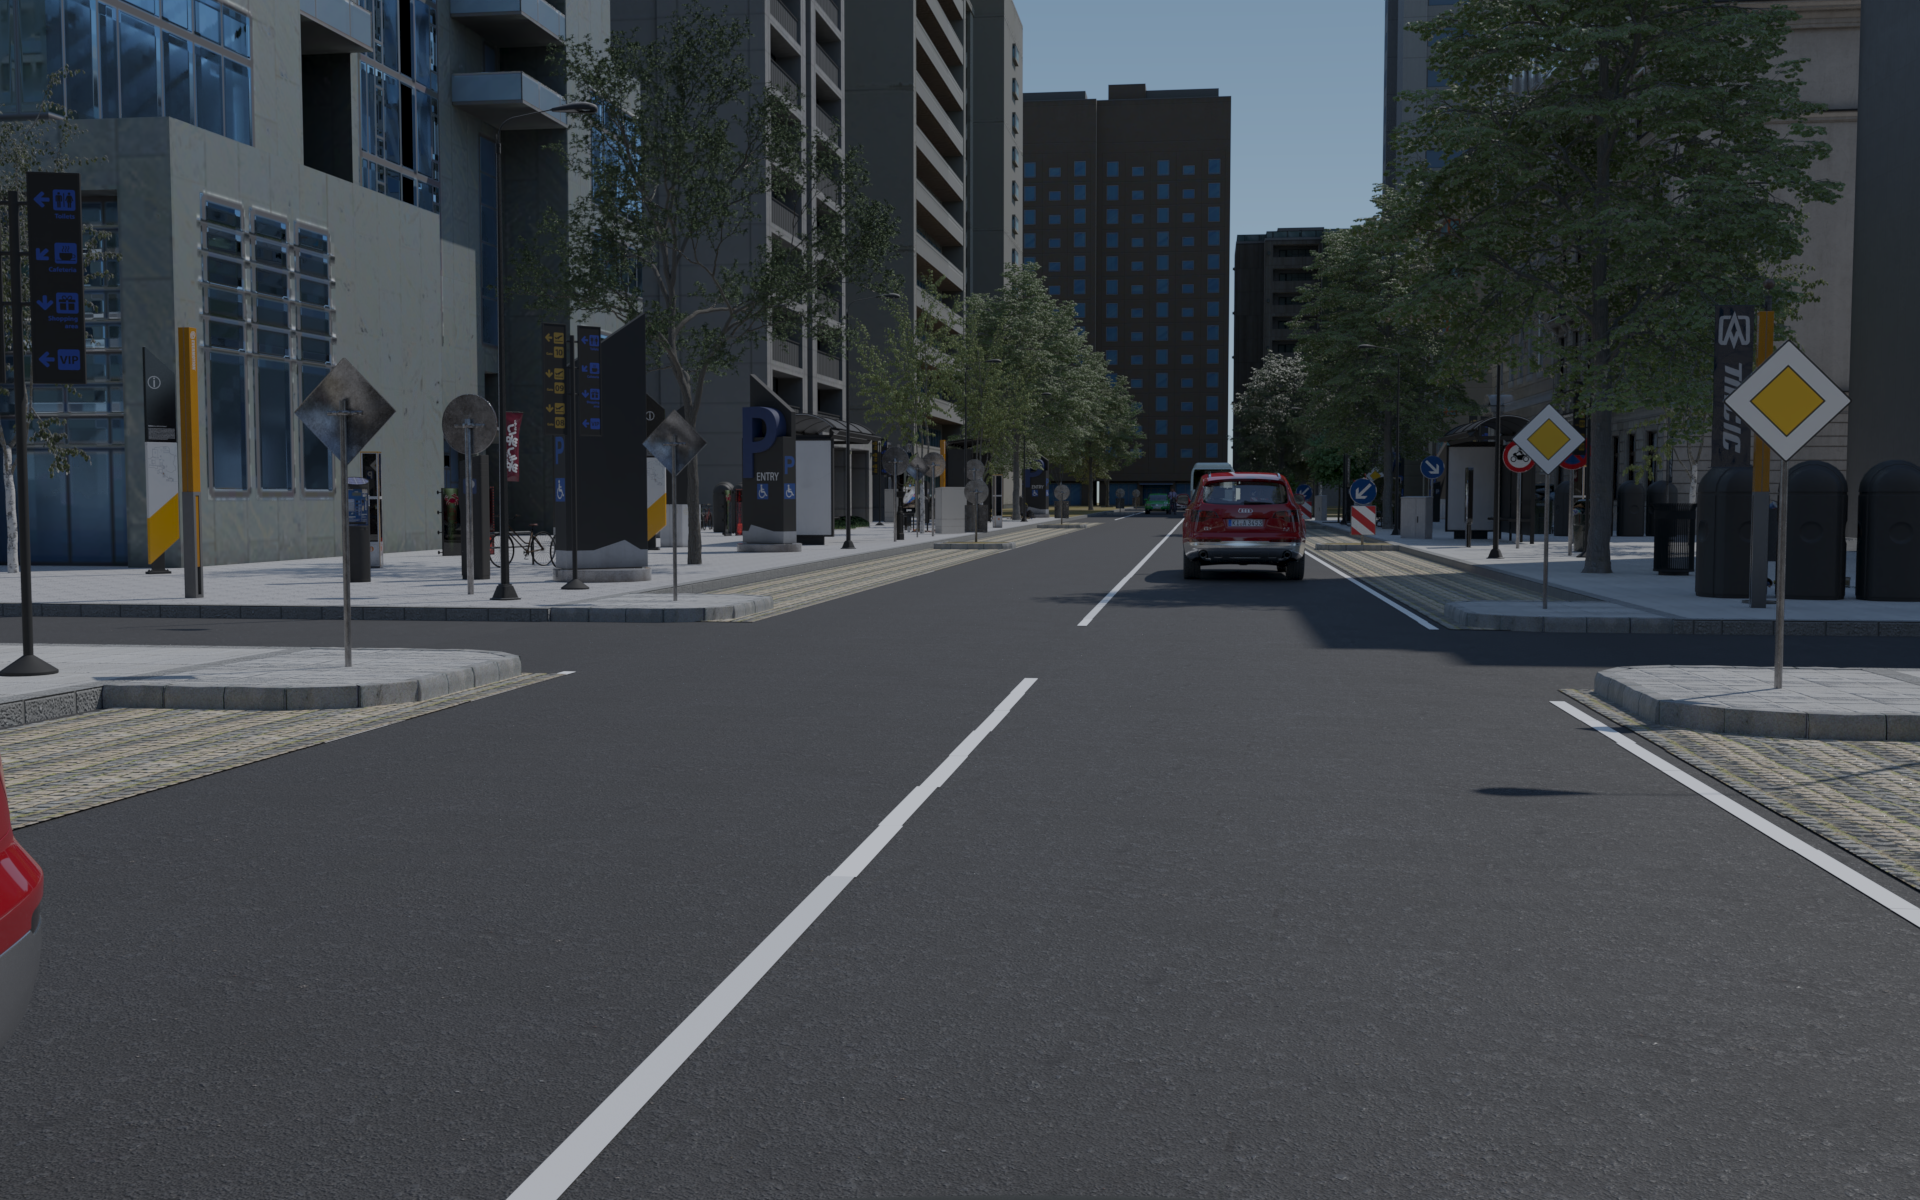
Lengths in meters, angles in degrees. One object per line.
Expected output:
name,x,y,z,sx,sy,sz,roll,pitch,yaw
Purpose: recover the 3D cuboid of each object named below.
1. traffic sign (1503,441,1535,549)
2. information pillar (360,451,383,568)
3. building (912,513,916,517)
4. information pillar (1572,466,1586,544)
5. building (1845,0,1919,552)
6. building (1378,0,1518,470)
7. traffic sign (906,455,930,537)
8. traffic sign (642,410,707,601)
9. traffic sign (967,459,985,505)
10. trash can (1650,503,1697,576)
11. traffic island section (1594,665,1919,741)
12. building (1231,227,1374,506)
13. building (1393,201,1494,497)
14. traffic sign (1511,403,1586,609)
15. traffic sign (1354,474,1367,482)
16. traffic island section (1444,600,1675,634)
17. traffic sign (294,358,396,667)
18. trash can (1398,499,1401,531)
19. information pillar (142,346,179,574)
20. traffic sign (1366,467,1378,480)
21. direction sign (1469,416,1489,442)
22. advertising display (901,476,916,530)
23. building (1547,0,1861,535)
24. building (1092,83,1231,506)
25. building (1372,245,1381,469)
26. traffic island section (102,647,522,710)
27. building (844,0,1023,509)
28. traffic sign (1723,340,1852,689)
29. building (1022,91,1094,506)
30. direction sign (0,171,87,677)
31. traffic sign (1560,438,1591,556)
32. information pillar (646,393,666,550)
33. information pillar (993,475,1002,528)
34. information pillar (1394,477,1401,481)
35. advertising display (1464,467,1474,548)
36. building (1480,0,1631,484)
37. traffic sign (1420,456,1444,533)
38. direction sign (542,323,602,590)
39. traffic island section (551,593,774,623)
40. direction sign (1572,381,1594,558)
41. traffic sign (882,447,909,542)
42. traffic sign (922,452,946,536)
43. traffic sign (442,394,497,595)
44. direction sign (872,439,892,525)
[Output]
traffic sign,13.120,-2.481,40.672,0.768,2.556,0.104,1,4,8
information pillar,-10.163,-1.556,29.930,0.304,2.012,0.304,-1,4,-9
building,-11.652,-29.650,108.487,21.300,48.544,21.600,0,4,8
information pillar,16.028,-2.465,44.792,0.304,2.012,0.304,3,5,40
building,30.723,-14.442,29.631,24.014,27.812,14.314,0,4,8
building,45.643,-36.743,142.739,21.231,58.520,28.212,0,4,8
traffic sign,-1.261,-3.058,51.180,0.795,2.450,0.064,1,4,17
traffic sign,-3.412,-1.044,20.713,0.795,2.450,0.064,0,4,8
traffic sign,0.512,-3.869,63.366,0.768,2.556,0.104,1,4,11
trash can,11.298,-0.962,27.390,0.748,1.137,0.748,0,3,0
traffic island section,5.422,0.663,11.445,2.009,0.180,2.903,0,4,8
building,37.106,-25.614,190.485,14.107,30.474,14.160,0,4,8
building,44.356,-16.513,115.021,27.650,21.520,28.899,0,4,8
traffic sign,6.528,-0.956,19.276,0.795,2.450,0.064,0,4,8
traffic sign,21.383,-5.672,92.839,0.768,2.556,0.104,1,4,10
traffic island section,6.553,0.179,19.350,2.009,0.180,2.903,0,4,8
traffic sign,-4.543,-0.561,12.808,0.795,2.450,0.064,0,4,8
trash can,14.234,-2.661,55.166,0.748,1.137,0.748,0,3,0
information pillar,-12.812,-2.226,27.752,0.183,3.616,0.504,3,5,42
traffic sign,17.193,-4.315,71.741,0.795,2.450,0.064,1,4,10
direction sign,15.051,-3.568,50.329,0.876,3.537,0.379,-3,4,-37
advertising display,-1.842,-3.423,61.176,0.123,1.923,0.974,2,4,27
building,27.892,-12.081,62.152,10.561,19.102,19.286,0,4,8
building,22.627,-33.151,192.137,14.200,45.320,14.600,0,4,8
building,50.990,-25.457,187.918,14.107,30.474,14.160,0,4,8
traffic island section,-4.567,0.575,12.873,2.009,0.180,2.903,0,4,8
building,-6.011,-32.458,154.382,21.600,48.544,21.300,0,4,8
traffic sign,5.398,-0.473,11.371,0.795,2.450,0.064,0,4,8
building,8.455,-33.228,193.384,14.200,45.320,14.600,0,4,8
direction sign,-6.636,-1.238,12.237,0.876,3.537,0.379,-1,4,-11
traffic sign,12.706,-2.195,35.998,0.768,2.556,0.104,1,4,11
information pillar,-6.959,-2.942,39.460,0.504,3.616,0.183,0,4,4
information pillar,1.423,-3.745,65.728,0.304,2.012,0.304,-1,4,-19
information pillar,19.271,-4.398,76.404,0.304,2.012,0.304,0,4,3
advertising display,12.284,-2.239,41.820,0.123,1.923,0.974,1,4,12
building,32.995,-18.060,81.189,13.634,28.700,20.117,0,4,8
traffic sign,15.694,-3.516,57.592,0.768,2.556,0.104,1,4,16
direction sign,-5.188,-1.911,23.242,0.876,3.537,0.379,-3,5,-43
traffic island section,-3.436,0.092,20.778,2.009,0.180,2.903,0,4,8
direction sign,12.656,-2.624,34.904,0.876,3.537,0.379,-2,4,-28
traffic sign,-1.749,-2.843,46.588,0.768,2.556,0.104,1,4,17
traffic sign,-0.820,-3.200,52.433,0.768,2.556,0.104,1,4,14
traffic sign,-6.253,-1.343,22.057,0.768,2.556,0.104,1,4,13
direction sign,-3.285,-4.819,70.792,0.876,3.537,0.379,3,5,43
